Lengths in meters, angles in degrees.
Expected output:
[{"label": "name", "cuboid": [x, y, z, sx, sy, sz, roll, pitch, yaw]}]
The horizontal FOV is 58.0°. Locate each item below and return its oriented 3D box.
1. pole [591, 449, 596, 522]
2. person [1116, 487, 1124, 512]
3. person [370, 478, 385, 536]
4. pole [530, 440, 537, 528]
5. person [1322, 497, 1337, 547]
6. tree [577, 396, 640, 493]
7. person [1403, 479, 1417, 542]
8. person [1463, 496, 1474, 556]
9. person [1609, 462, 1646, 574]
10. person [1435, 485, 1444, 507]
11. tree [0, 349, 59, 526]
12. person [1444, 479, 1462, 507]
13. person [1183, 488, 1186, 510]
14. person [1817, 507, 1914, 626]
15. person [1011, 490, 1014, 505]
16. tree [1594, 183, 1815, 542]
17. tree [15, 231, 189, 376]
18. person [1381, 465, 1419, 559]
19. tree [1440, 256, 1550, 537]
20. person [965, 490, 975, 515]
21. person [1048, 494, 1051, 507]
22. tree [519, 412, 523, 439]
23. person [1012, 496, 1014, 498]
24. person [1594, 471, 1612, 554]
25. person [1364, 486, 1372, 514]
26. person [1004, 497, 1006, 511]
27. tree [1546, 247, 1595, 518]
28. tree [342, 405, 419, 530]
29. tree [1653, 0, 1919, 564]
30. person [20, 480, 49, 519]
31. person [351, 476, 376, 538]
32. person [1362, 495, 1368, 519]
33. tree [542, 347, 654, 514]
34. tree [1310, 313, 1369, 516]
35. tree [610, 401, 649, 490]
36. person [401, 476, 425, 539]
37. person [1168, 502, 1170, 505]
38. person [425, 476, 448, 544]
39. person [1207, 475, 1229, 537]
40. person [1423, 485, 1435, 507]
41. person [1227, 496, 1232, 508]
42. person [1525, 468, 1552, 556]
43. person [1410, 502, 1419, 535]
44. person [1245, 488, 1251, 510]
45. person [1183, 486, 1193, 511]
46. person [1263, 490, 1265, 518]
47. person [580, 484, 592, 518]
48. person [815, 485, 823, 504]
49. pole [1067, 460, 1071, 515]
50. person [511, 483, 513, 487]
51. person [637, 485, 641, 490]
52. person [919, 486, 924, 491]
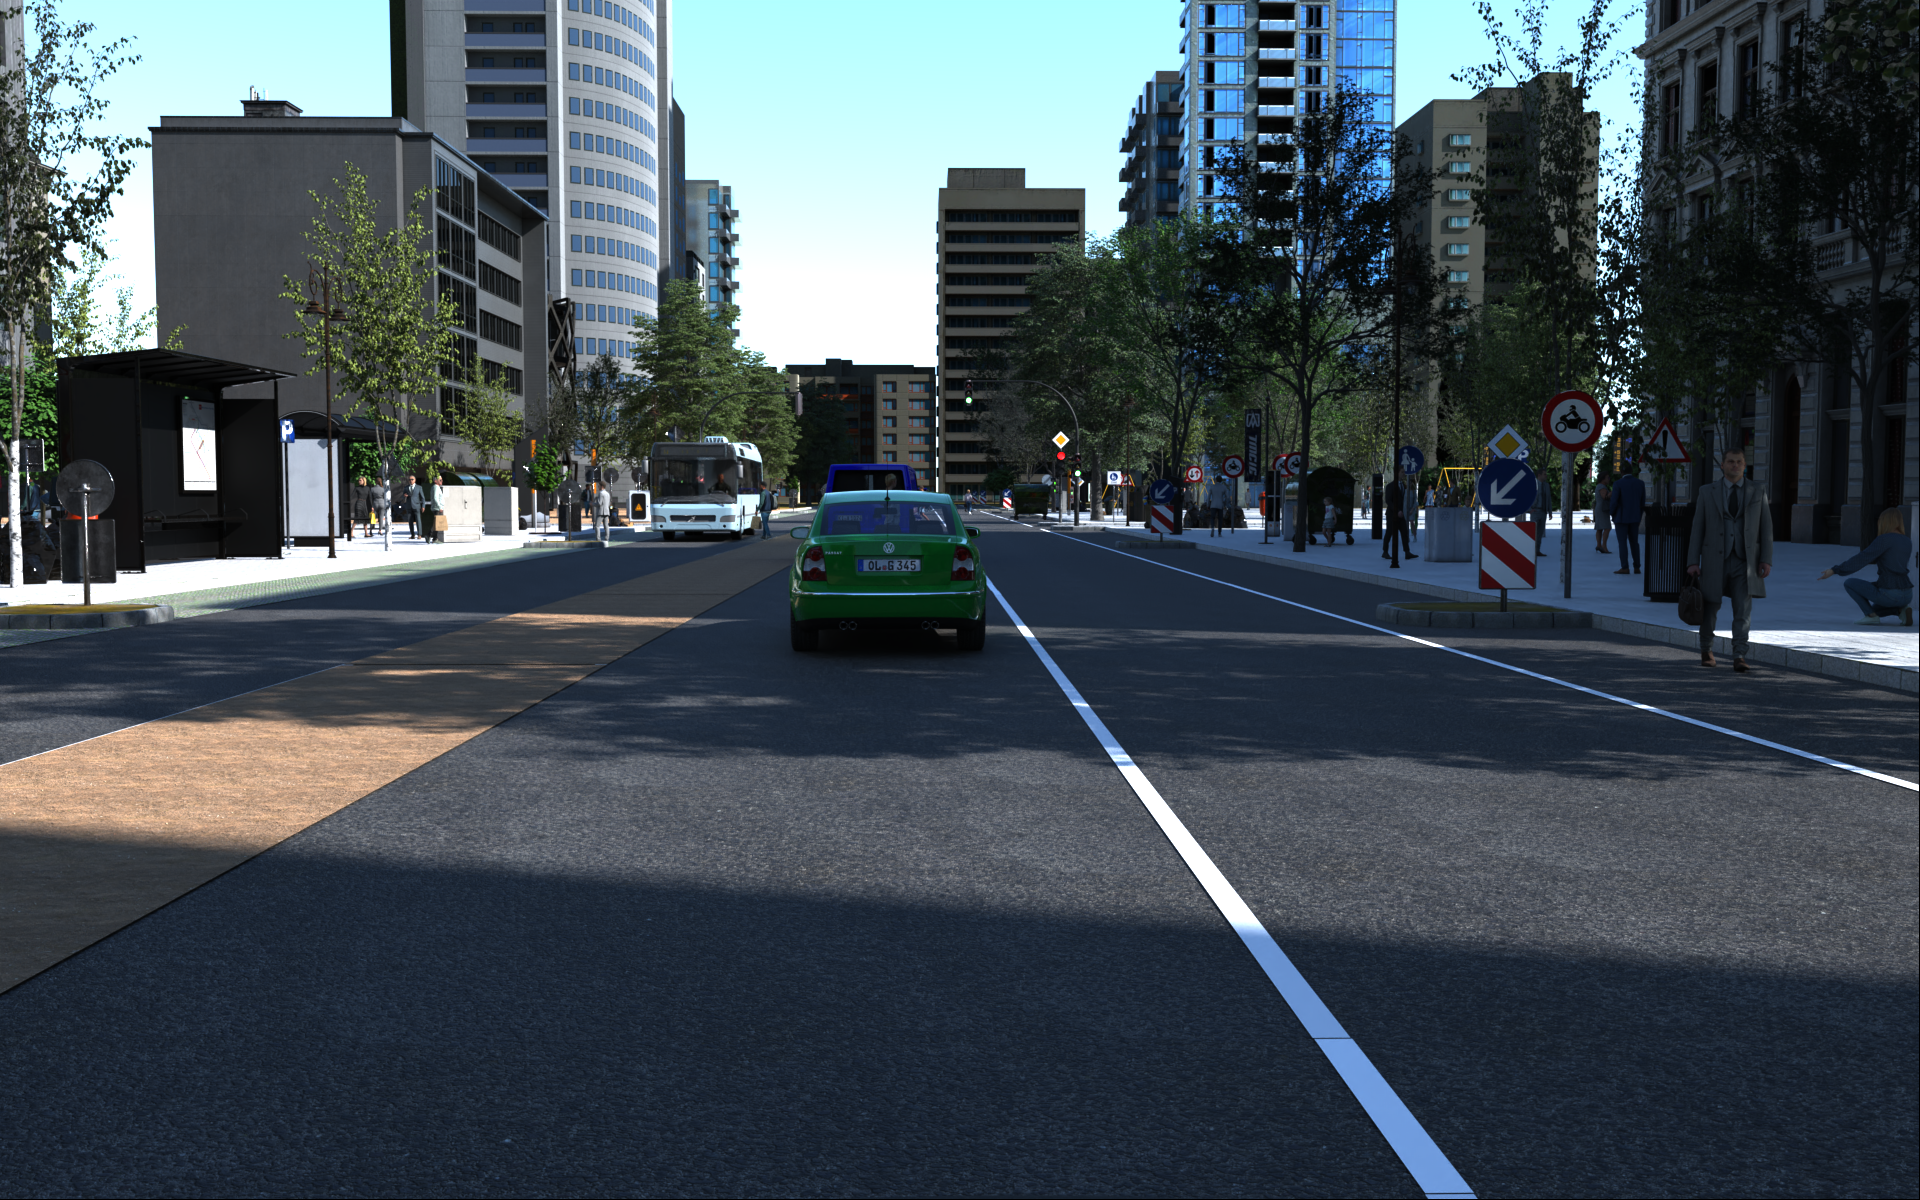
[{"label": "pole", "cuboid": [-16.705, -5.208, 78.996, 0.158, 3.312, 0.155, 0, 3, 0]}, {"label": "person", "cuboid": [11.426, -7.103, 122.367, 0.709, 1.800, 0.728, -2, 4, -32]}, {"label": "person", "cuboid": [-17.992, -2.889, 53.557, 0.520, 1.790, 0.573, -2, 4, -25]}, {"label": "pole", "cuboid": [-16.064, -4.368, 65.257, 0.158, 3.312, 0.155, 0, 3, 0]}, {"label": "person", "cuboid": [9.006, -1.891, 41.978, 0.382, 1.210, 0.505, -2, 4, -23]}, {"label": "tree", "cuboid": [-25.175, -10.477, 121.666, 4.737, 8.622, 4.395, 0, 3, 0]}, {"label": "person", "cuboid": [12.045, -2.411, 46.466, 0.512, 1.701, 0.522, 2, 4, 28]}, {"label": "person", "cuboid": [10.534, -1.547, 36.020, 0.332, 1.250, 0.352, -2, 4, -28]}, {"label": "person", "cuboid": [10.727, -1.319, 27.792, 0.721, 1.800, 0.419, -1, 4, -18]}, {"label": "person", "cuboid": [27.328, -5.637, 98.637, 0.534, 1.772, 0.576, 2, 4, 35]}, {"label": "tree", "cuboid": [-20.894, -3.392, 39.174, 4.285, 4.588, 4.351, 0, 3, 0]}, {"label": "person", "cuboid": [17.819, -3.467, 62.642, 0.656, 1.842, 0.836, 1, 4, 22]}, {"label": "person", "cuboid": [17.815, -8.026, 137.658, 0.661, 1.777, 0.834, 3, 4, 37]}, {"label": "person", "cuboid": [8.946, -0.335, 17.020, 1.012, 1.151, 0.738, -1, 4, -13]}, {"label": "person", "cuboid": [5.951, -11.609, 195.936, 0.705, 1.814, 1.350, 0, 4, -2]}, {"label": "tree", "cuboid": [17.698, -5.485, 40.044, 4.737, 8.622, 4.395, 0, 3, 0]}, {"label": "tree", "cuboid": [-24.102, -5.982, 48.166, 4.737, 8.622, 4.395, 0, 3, 0]}, {"label": "person", "cuboid": [8.622, -1.721, 33.959, 0.659, 1.850, 0.755, -3, 5, -41]}, {"label": "tree", "cuboid": [17.053, -6.166, 51.169, 4.737, 8.622, 4.395, 0, 3, 0]}, {"label": "person", "cuboid": [0.675, -6.800, 120.348, 0.731, 1.740, 0.598, 0, 4, 3]}, {"label": "person", "cuboid": [8.584, -9.871, 168.147, 0.721, 1.736, 1.217, -2, 4, -25]}, {"label": "tree", "cuboid": [-24.367, -8.515, 89.585, 4.737, 8.622, 4.395, 0, 3, 0]}, {"label": "person", "cuboid": [6.080, -10.609, 179.575, 1.350, 1.814, 0.705, -1, 4, -20]}, {"label": "person", "cuboid": [14.011, -1.899, 37.451, 0.532, 1.782, 0.716, 1, 4, 14]}, {"label": "person", "cuboid": [25.897, -6.353, 109.894, 0.713, 1.824, 0.794, 3, 5, 44]}, {"label": "person", "cuboid": [3.766, -7.857, 139.549, 0.523, 1.515, 0.503, 1, 4, 12]}, {"label": "tree", "cuboid": [18.730, -5.876, 46.432, 4.737, 8.622, 4.395, 0, 3, 0]}, {"label": "tree", "cuboid": [-21.445, -4.844, 62.915, 4.285, 4.588, 4.351, 0, 3, 0]}, {"label": "tree", "cuboid": [16.313, -5.937, 31.478, 7.601, 10.594, 8.767, 0, 4, 2]}, {"label": "person", "cuboid": [-22.677, -2.215, 42.241, 0.713, 1.824, 0.794, 1, 4, 18]}, {"label": "person", "cuboid": [-17.969, -2.730, 50.893, 1.509, 1.804, 0.699, 0, 4, -5]}, {"label": "person", "cuboid": [20.876, -4.803, 89.254, 0.332, 1.250, 0.352, -1, 4, -9]}, {"label": "tree", "cuboid": [-23.035, -10.725, 109.763, 7.601, 10.594, 8.767, 0, 4, 6]}, {"label": "tree", "cuboid": [16.176, -7.066, 65.886, 4.360, 8.622, 3.978, 0, 3, 0]}, {"label": "tree", "cuboid": [-25.355, -11.284, 134.852, 4.360, 8.622, 3.978, 0, 3, 0]}, {"label": "person", "cuboid": [-15.525, -2.625, 49.138, 0.661, 1.801, 0.590, 0, 4, -5]}, {"label": "person", "cuboid": [17.445, -8.412, 143.779, 0.606, 1.804, 0.583, 0, 4, 0]}, {"label": "person", "cuboid": [-13.371, -2.303, 44.175, 0.515, 1.767, 0.782, -2, 4, -24]}, {"label": "person", "cuboid": [7.695, -2.802, 51.705, 0.661, 1.843, 0.795, 1, 4, 11]}, {"label": "person", "cuboid": [25.997, -5.494, 95.972, 0.616, 1.811, 0.778, 2, 4, 27]}, {"label": "person", "cuboid": [23.417, -8.454, 149.764, 0.738, 1.151, 1.012, 0, 4, -8]}, {"label": "person", "cuboid": [11.911, -1.808, 35.696, 0.635, 1.810, 0.391, -2, 4, -27]}, {"label": "person", "cuboid": [14.012, -2.642, 53.487, 0.306, 1.304, 0.590, 1, 4, 11]}, {"label": "person", "cuboid": [22.877, -7.988, 137.402, 0.466, 1.731, 0.760, -1, 4, -14]}, {"label": "person", "cuboid": [13.673, -5.936, 103.496, 0.661, 1.777, 0.834, 2, 4, 25]}, {"label": "person", "cuboid": [16.663, -5.377, 93.971, 0.660, 1.820, 0.620, 2, 4, 30]}, {"label": "person", "cuboid": [-19.893, -5.298, 92.653, 0.794, 1.824, 0.713, -2, 4, -33]}, {"label": "person", "cuboid": [-7.167, -5.012, 89.811, 0.474, 1.900, 0.648, 3, 5, 42]}, {"label": "pole", "cuboid": [6.559, -6.743, 104.087, 0.158, 3.312, 0.155, 0, 3, 0]}, {"label": "person", "cuboid": [-21.983, -4.848, 85.328, 0.654, 1.822, 0.581, 2, 4, 26]}, {"label": "person", "cuboid": [-18.685, -5.800, 100.852, 0.713, 1.824, 0.794, 2, 4, 23]}, {"label": "person", "cuboid": [-1.665, -4.206, 77.363, 0.778, 1.811, 0.616, 0, 3, 0]}]
